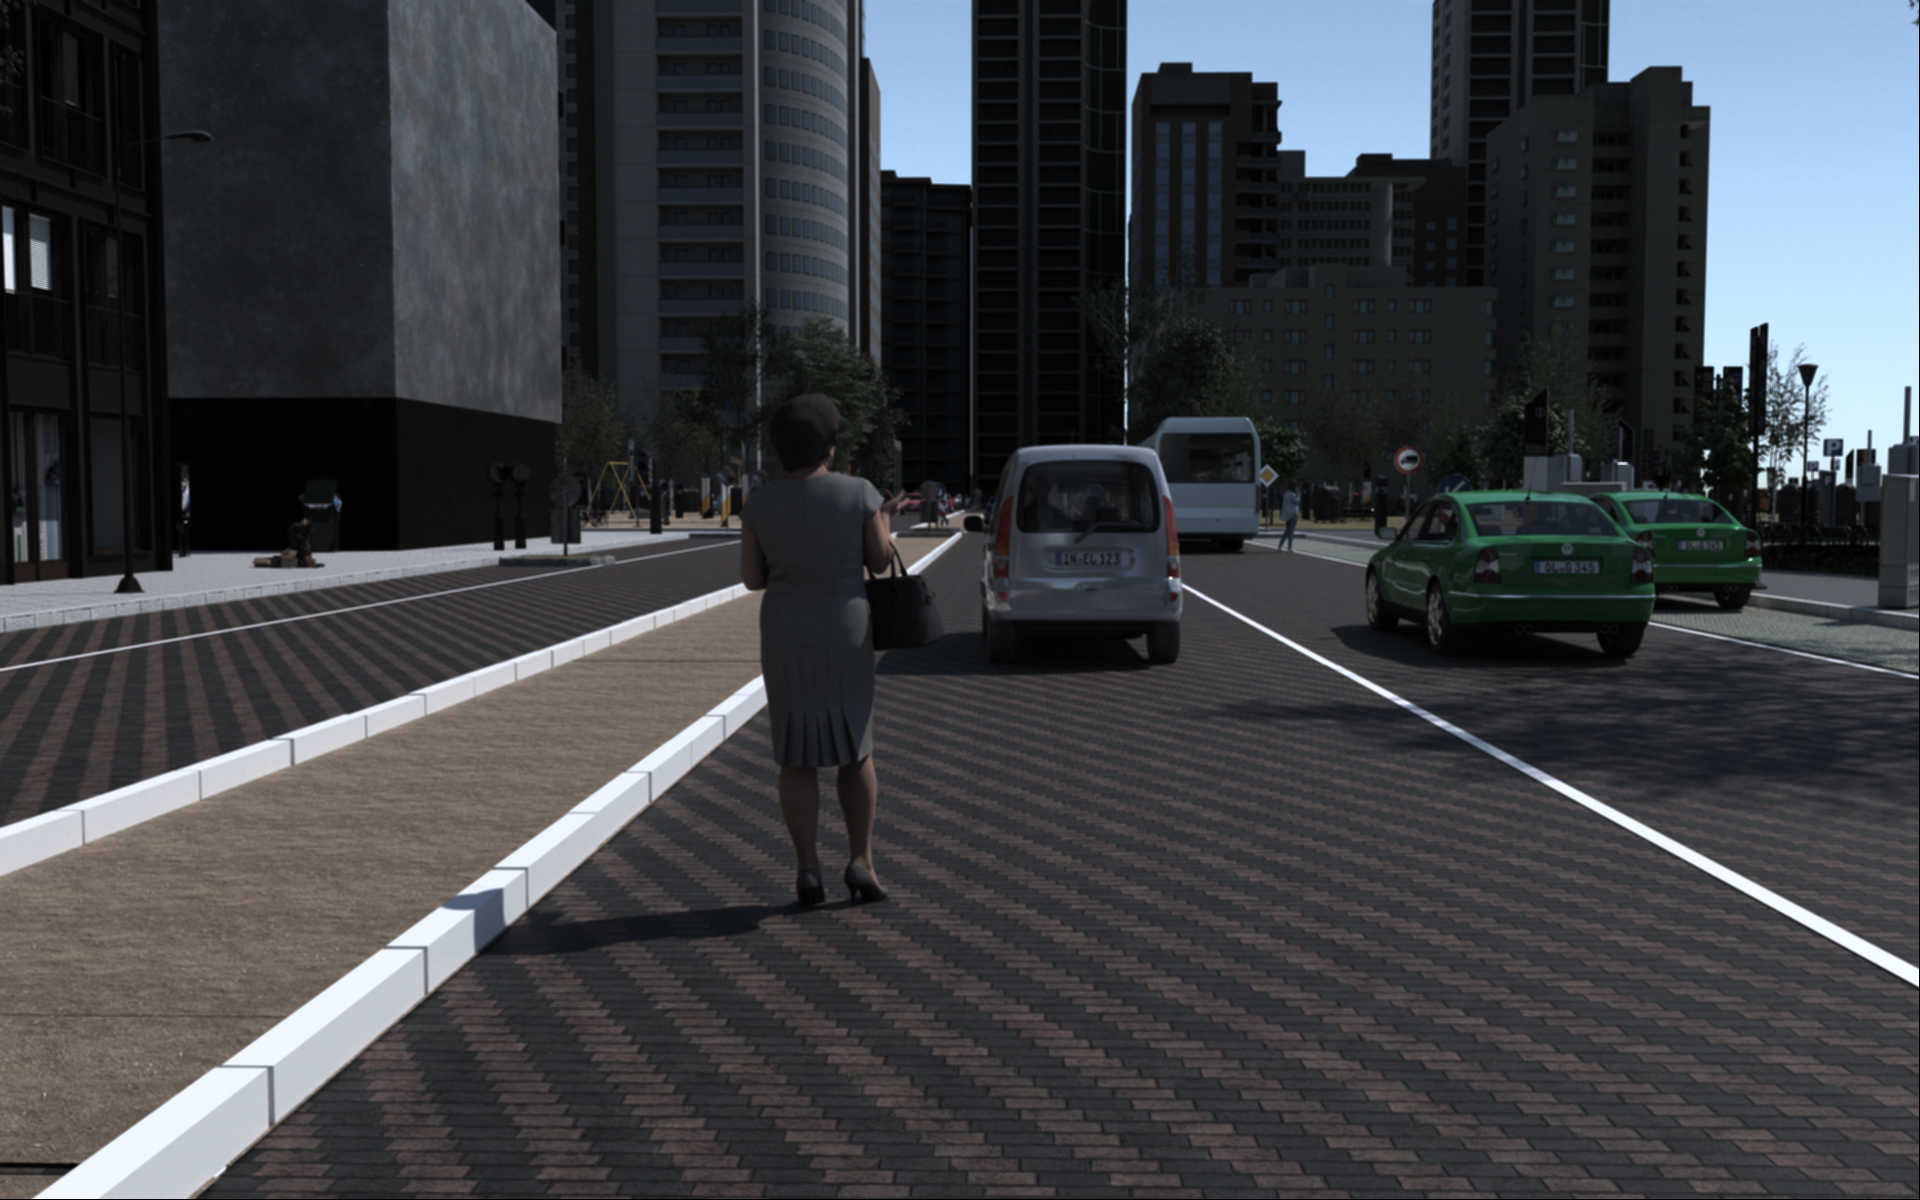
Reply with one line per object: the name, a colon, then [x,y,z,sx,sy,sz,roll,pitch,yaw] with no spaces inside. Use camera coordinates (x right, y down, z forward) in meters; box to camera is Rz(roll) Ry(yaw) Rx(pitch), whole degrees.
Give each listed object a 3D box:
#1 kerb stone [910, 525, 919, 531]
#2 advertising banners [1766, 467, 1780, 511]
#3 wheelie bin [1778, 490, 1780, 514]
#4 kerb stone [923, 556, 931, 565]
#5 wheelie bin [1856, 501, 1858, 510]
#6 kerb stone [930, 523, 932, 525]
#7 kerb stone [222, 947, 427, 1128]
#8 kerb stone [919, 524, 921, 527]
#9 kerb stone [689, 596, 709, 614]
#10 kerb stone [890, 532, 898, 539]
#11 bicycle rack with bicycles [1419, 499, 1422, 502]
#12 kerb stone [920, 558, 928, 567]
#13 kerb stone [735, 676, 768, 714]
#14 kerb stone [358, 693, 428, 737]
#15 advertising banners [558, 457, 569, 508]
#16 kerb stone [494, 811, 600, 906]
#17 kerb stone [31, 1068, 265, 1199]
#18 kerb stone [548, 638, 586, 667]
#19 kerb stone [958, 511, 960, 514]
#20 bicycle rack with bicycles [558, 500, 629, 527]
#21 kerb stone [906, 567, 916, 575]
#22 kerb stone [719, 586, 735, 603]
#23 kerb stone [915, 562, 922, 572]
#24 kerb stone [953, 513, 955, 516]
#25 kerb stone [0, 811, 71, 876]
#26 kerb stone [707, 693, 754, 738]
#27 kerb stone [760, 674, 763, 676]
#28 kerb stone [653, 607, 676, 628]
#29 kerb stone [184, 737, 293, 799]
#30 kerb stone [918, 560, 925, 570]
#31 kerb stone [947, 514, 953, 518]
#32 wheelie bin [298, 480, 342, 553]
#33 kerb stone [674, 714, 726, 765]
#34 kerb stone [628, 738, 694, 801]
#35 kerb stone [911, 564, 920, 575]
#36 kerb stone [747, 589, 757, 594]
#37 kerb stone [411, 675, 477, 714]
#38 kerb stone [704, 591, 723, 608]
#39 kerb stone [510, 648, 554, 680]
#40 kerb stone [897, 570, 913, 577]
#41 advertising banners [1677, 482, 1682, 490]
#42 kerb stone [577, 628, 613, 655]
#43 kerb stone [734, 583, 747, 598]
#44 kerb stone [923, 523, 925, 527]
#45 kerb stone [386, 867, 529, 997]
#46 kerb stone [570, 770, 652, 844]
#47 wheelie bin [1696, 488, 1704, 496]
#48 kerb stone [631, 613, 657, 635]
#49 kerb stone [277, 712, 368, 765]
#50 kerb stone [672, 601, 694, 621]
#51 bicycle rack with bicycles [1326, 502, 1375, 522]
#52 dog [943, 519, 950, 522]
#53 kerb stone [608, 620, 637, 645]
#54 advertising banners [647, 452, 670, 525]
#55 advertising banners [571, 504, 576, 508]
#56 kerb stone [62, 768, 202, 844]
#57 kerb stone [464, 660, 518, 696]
kerb stone: [-1.797,-2.828,68.515,0.120,0.150,1.000,0,4,2]
advertising banners: [53.366,-7.103,112.323,2.074,3.025,0.090,2,4,31]
wheelie bin: [58.329,-7.077,123.615,0.980,1.594,0.693,-2,4,-24]
kerb stone: [-0.711,-0.729,34.123,0.120,0.150,1.000,0,4,2]
wheelie bin: [56.680,-6.248,110.056,0.980,1.594,0.693,0,4,-6]
kerb stone: [-1.486,-3.456,78.772,0.120,0.150,1.000,0,4,2]
kerb stone: [-1.593,1.094,4.410,0.120,0.150,1.000,0,4,2]
kerb stone: [-1.765,-2.896,69.542,0.120,0.150,1.000,0,4,2]
kerb stone: [-3.207,0.081,20.867,0.120,0.150,1.000,0,4,2]
kerb stone: [-2.146,-2.112,56.734,0.120,0.150,1.000,0,4,2]
bicycle rack with bicycles: [34.800,-7.243,131.803,2.852,0.926,2.925,1,4,19]
kerb stone: [-0.744,-0.666,33.090,0.120,0.150,1.000,0,4,2]
kerb stone: [-1.381,0.649,11.577,0.120,0.150,1.000,0,4,2]
kerb stone: [-3.507,0.717,10.612,0.120,0.150,1.000,0,4,2]
advertising banners: [-18.748,-5.233,81.746,0.090,3.025,2.074,-1,4,-22]
kerb stone: [-1.531,0.963,6.458,0.120,0.150,1.000,0,4,2]
kerb stone: [-1.624,1.152,3.382,0.120,0.150,1.000,0,4,2]
kerb stone: [-3.382,0.459,14.706,0.120,0.150,1.000,0,4,2]
kerb stone: [-0.273,-5.968,119.774,0.120,0.150,1.000,0,4,2]
bicycle rack with bicycles: [-14.940,-3.349,68.136,2.852,0.926,2.925,2,4,27]
kerb stone: [-0.864,-0.415,28.988,0.120,0.150,1.000,0,4,2]
kerb stone: [-3.147,-0.044,22.919,0.120,0.150,1.000,0,4,2]
kerb stone: [-0.803,-0.541,31.038,0.120,0.150,1.000,0,4,2]
kerb stone: [-0.581,-5.342,109.534,0.120,0.150,1.000,0,4,2]
kerb stone: [-3.630,0.959,6.519,0.120,0.150,1.000,0,4,2]
kerb stone: [-1.407,0.712,10.554,0.120,0.150,1.000,0,4,2]
kerb stone: [-1.346,0.591,12.604,0.120,0.150,1.000,0,4,2]
kerb stone: [-3.268,0.209,18.823,0.120,0.150,1.000,0,4,2]
kerb stone: [-3.577,0.838,8.562,0.120,0.150,1.000,0,4,2]
kerb stone: [-0.776,-0.603,32.061,0.120,0.150,1.000,0,4,2]
kerb stone: [-0.636,-5.214,107.490,0.120,0.150,1.000,0,4,2]
wheelie bin: [-14.073,-1.851,38.172,0.980,1.594,0.693,0,4,-3]
kerb stone: [-1.444,0.779,9.532,0.120,0.150,1.000,0,4,2]
kerb stone: [-1.471,0.837,8.506,0.120,0.150,1.000,0,4,2]
kerb stone: [-0.832,-0.478,30.017,0.120,0.150,1.000,0,4,2]
kerb stone: [-3.087,-0.167,24.968,0.120,0.150,1.000,0,4,2]
kerb stone: [-3.478,0.646,11.634,0.120,0.150,1.000,0,4,2]
kerb stone: [-3.177,0.018,21.897,0.120,0.150,1.000,0,4,2]
kerb stone: [-3.418,0.521,13.677,0.120,0.150,1.000,0,4,2]
kerb stone: [-0.892,-0.352,27.967,0.120,0.150,1.000,0,4,2]
advertising banners: [44.606,-6.715,105.975,2.074,3.025,0.090,-1,4,-21]
kerb stone: [-3.355,0.395,15.741,0.120,0.150,1.000,0,4,2]
kerb stone: [-3.112,-0.107,23.947,0.120,0.150,1.000,0,4,2]
kerb stone: [-1.671,-3.084,72.616,0.120,0.150,1.000,0,4,2]
kerb stone: [-1.560,1.029,5.431,0.120,0.150,1.000,0,4,2]
kerb stone: [-1.508,0.900,7.480,0.120,0.150,1.000,0,4,2]
wheelie bin: [39.486,-5.202,92.961,0.693,1.594,0.980,-2,4,-28]
kerb stone: [-3.304,0.269,17.793,0.120,0.150,1.000,0,4,2]
kerb stone: [-3.538,0.771,9.590,0.120,0.150,1.000,0,4,2]
kerb stone: [-3.235,0.149,19.844,0.120,0.150,1.000,0,4,2]
bicycle rack with bicycles: [18.545,-4.143,81.125,2.925,0.926,2.852,0,4,-8]
dog: [-0.659,-4.155,88.135,0.748,0.427,0.550,-1,4,-18]
kerb stone: [-3.322,0.332,16.770,0.120,0.150,1.000,0,4,2]
advertising banners: [-12.554,-4.639,72.043,0.090,3.025,2.074,-2,4,-35]
advertising banners: [-30.681,-8.497,135.107,2.074,3.025,0.090,3,4,37]
kerb stone: [-3.604,0.898,7.540,0.120,0.150,1.000,0,4,2]
kerb stone: [-3.452,0.584,12.655,0.120,0.150,1.000,0,4,2]
